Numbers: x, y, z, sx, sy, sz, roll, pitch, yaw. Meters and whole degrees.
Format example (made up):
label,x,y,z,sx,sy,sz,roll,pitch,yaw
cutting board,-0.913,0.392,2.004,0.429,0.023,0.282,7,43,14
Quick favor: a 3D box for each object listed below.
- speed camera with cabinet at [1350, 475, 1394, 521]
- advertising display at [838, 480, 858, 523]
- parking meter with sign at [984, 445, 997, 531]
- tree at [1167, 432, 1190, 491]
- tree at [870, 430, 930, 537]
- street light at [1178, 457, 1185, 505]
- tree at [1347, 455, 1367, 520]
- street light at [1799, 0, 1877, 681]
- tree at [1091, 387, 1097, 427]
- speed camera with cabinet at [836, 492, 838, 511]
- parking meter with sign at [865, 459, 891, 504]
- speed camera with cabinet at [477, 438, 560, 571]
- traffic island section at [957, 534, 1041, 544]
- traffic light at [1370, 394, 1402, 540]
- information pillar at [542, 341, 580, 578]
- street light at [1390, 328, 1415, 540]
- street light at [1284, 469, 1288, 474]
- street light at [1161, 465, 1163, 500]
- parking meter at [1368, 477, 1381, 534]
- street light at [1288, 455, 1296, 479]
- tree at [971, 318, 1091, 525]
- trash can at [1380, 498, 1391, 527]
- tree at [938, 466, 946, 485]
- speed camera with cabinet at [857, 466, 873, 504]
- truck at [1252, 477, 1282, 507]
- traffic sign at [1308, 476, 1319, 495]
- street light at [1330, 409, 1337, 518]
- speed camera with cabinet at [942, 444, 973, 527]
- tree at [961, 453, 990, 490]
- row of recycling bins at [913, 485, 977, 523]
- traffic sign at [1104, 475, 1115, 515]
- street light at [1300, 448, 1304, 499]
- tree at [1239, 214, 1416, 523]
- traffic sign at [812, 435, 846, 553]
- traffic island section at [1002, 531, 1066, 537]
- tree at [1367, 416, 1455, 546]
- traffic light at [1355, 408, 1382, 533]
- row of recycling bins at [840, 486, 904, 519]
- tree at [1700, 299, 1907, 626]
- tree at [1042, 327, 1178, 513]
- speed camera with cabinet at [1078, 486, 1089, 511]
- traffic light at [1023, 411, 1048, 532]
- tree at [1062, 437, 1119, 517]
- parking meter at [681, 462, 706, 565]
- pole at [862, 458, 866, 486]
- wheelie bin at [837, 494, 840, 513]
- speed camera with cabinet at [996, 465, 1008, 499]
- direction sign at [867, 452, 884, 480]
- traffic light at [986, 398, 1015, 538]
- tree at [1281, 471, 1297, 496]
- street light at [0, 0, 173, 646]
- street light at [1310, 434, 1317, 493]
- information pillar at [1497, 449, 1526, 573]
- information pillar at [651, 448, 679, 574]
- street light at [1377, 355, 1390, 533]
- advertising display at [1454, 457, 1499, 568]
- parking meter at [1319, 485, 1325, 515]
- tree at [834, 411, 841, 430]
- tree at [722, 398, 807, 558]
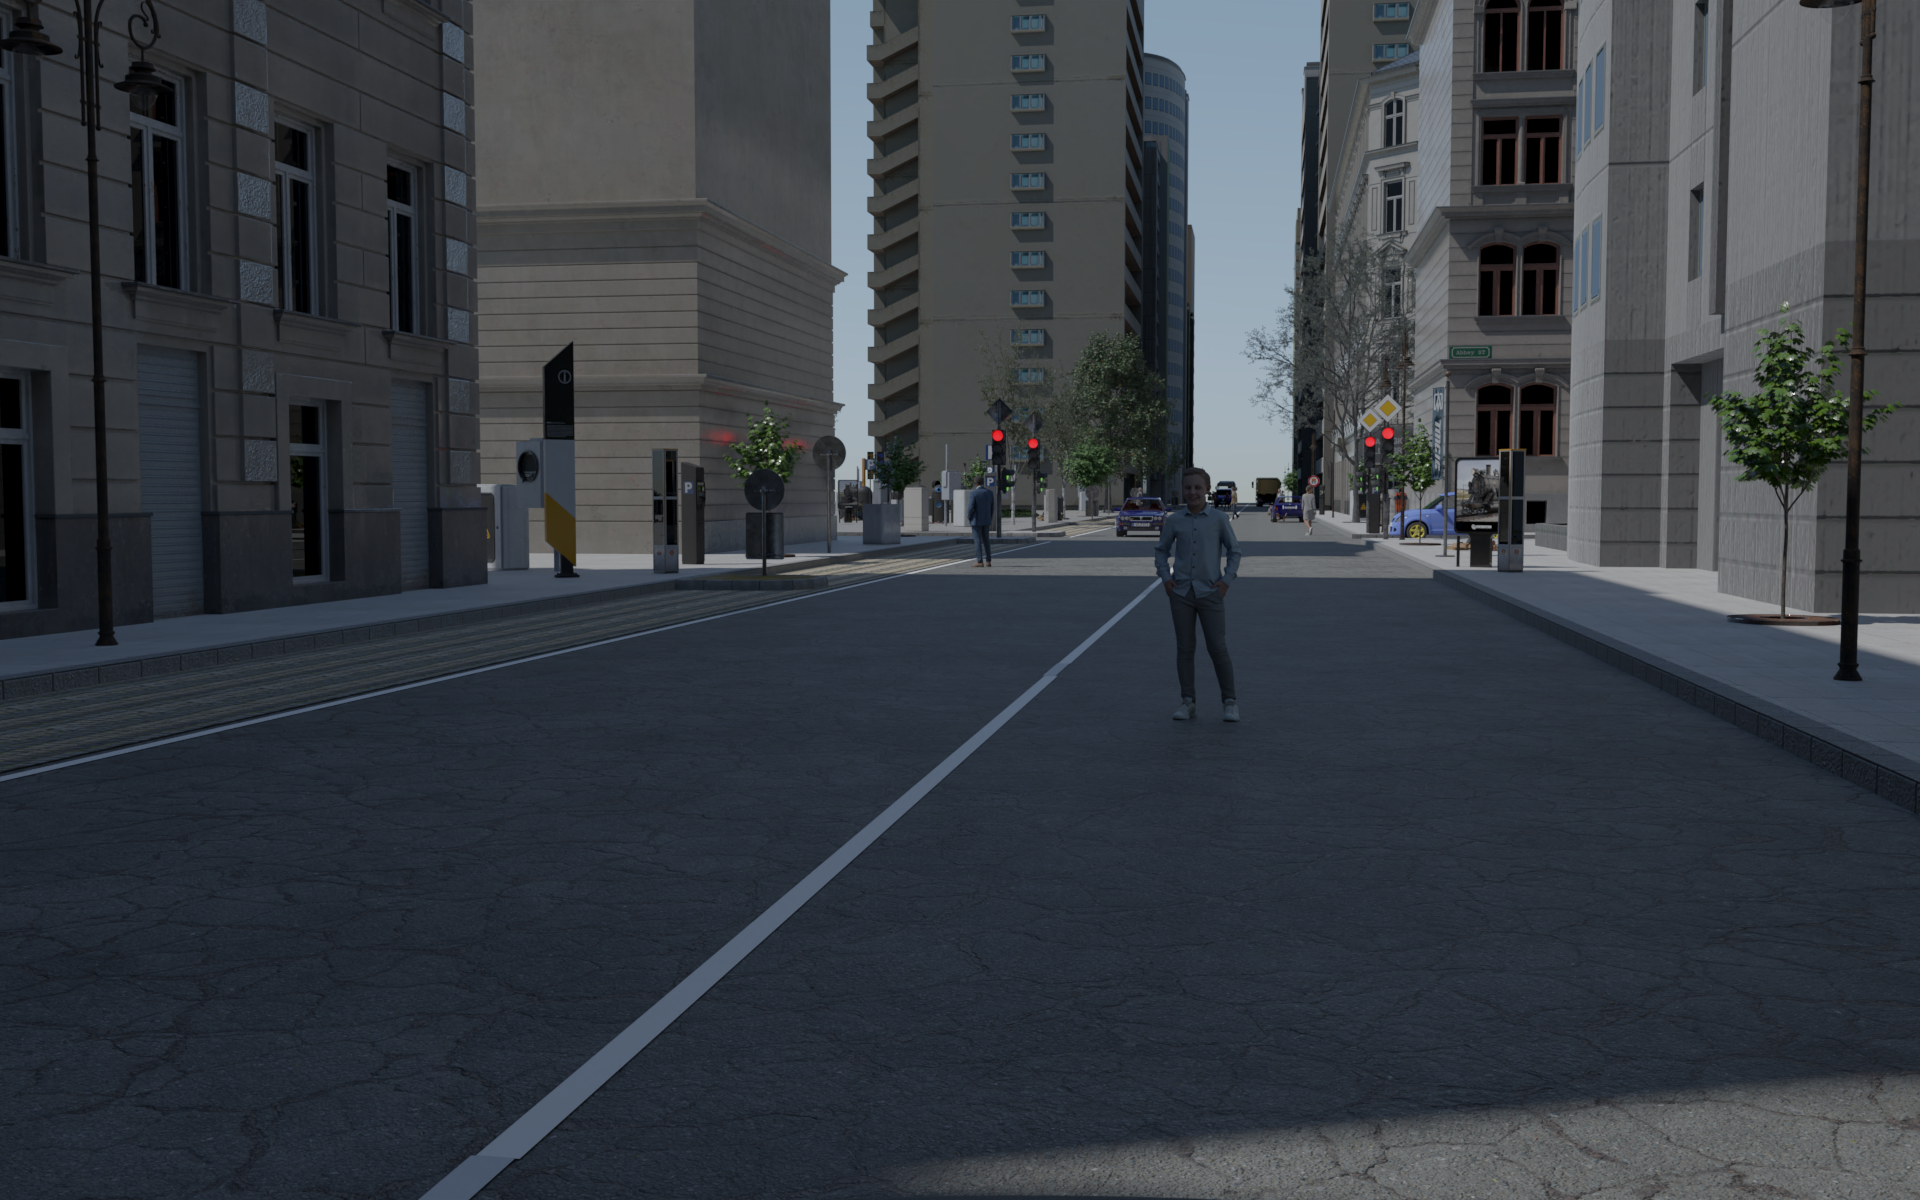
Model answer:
label,x,y,z,sx,sy,sz,roll,pitch,yaw
speed camera with cabinet,19.904,-5.462,83.639,2.038,3.252,0.660,-1,4,-12
advertising display,-5.013,-4.422,77.507,0.974,1.923,0.123,-2,4,-30
parking meter with sign,1.066,-3.916,60.289,0.543,3.016,1.738,0,4,8
tree,24.892,-15.470,203.293,4.737,8.622,4.395,0,3,0
tree,-1.973,-3.527,52.261,1.663,3.219,1.824,0,3,0
street light,27.890,-14.906,216.504,0.468,5.910,1.993,1,4,10
tree,19.975,-5.577,85.787,1.663,3.219,1.824,0,3,0
street light,6.127,-2.384,11.773,0.468,5.910,1.993,1,4,10
tree,5.298,-8.576,90.574,4.360,8.622,3.978,0,3,0
speed camera with cabinet,-8.517,-8.511,133.486,2.038,3.252,0.660,1,4,11
parking meter with sign,-3.958,-5.469,85.685,0.543,3.016,1.738,-3,4,-38
speed camera with cabinet,-7.435,-2.122,29.036,2.038,3.252,0.660,3,5,40
traffic island section,1.124,-1.746,50.835,2.009,0.180,2.903,1,4,10
traffic light,12.015,-3.664,48.835,0.839,4.253,0.868,1,4,10
information pillar,-6.108,-2.147,26.466,0.504,3.616,0.183,-2,4,-34
street light,12.368,-4.617,48.269,0.468,5.910,1.993,1,4,10
street light,47.513,-16.999,250.715,0.468,5.910,1.993,1,4,10
street light,19.948,-12.121,170.960,0.468,5.910,1.993,1,4,10
parking meter,13.395,-3.077,56.023,0.399,1.863,0.255,1,4,14
street light,41.235,-14.774,214.335,0.468,5.910,1.993,1,4,10
tree,2.389,-7.443,72.059,4.360,8.622,3.978,0,3,0
trash can,16.665,-3.471,68.407,0.748,1.137,0.748,0,3,0
tree,-1.077,-7.715,120.737,1.663,3.219,1.824,0,3,0
speed camera with cabinet,-6.641,-7.817,122.140,0.660,3.252,2.038,-3,5,-44
truck,35.446,-12.462,199.674,3.469,3.379,9.791,1,4,8
traffic sign,24.271,-7.262,118.842,0.768,2.556,0.104,1,4,19
street light,20.276,-7.411,93.956,0.468,5.910,1.993,1,4,10
speed camera with cabinet,-0.031,-4.525,68.316,0.660,3.252,2.038,-2,4,-27
tree,0.756,-5.327,81.699,1.663,3.219,1.824,0,3,0
row of recycling bins,-0.477,-4.275,77.017,3.534,1.692,1.069,1,4,11
traffic sign,9.223,-6.554,107.261,0.768,2.556,0.104,1,4,16
street light,33.334,-12.007,169.109,0.468,5.910,1.993,1,4,10
tree,17.541,-10.188,76.939,12.009,13.543,11.850,0,3,0
traffic sign,-2.848,-2.294,37.619,0.768,2.556,0.104,1,4,14
traffic island section,2.488,-2.228,58.703,2.009,0.180,2.903,1,4,10
tree,11.427,-2.988,43.460,1.663,3.219,1.824,0,3,0
traffic light,13.379,-4.146,56.703,0.839,4.253,0.868,1,4,10
row of recycling bins,-4.390,-4.982,88.572,3.534,1.692,1.069,0,4,1
tree,8.197,-1.392,17.354,1.663,3.219,1.824,0,3,0
tree,10.231,-12.331,118.614,9.611,12.733,9.660,0,3,0
speed camera with cabinet,9.447,-8.461,132.668,0.660,3.252,2.038,0,4,-3
traffic light,2.526,-4.259,58.562,0.839,4.253,0.868,1,4,10
tree,7.400,-7.044,98.881,4.285,4.588,4.351,0,3,0
parking meter,-4.859,-1.581,31.563,0.399,1.863,0.255,2,4,28
pole,-5.457,-6.389,98.297,0.158,3.312,0.155,0,3,0
wheelie bin,-7.283,-6.133,108.188,0.693,1.594,0.980,3,4,37
speed camera with cabinet,1.204,-5.151,78.547,2.038,3.252,0.660,-2,4,-32
direction sign,-4.506,-6.137,92.339,0.876,3.537,0.379,0,4,-8
traffic light,1.162,-3.778,50.694,0.839,4.253,0.868,1,4,10
tree,42.162,-14.392,219.024,4.285,4.588,4.351,0,3,0
street light,-7.241,-2.552,14.519,0.468,5.910,1.993,1,4,10
street light,26.994,-9.783,132.740,0.468,5.910,1.993,1,4,10
information pillar,9.040,-1.462,28.395,0.304,2.012,0.304,-1,4,-22
information pillar,-4.761,-1.437,27.995,0.304,2.012,0.304,3,4,39
street light,14.105,-5.185,57.557,0.468,5.910,1.993,1,4,10
advertising display,9.106,-1.529,30.216,0.974,1.923,0.123,3,5,40
parking meter,22.295,-6.173,106.633,0.255,1.863,0.399,2,4,31
tree,-9.129,-9.093,99.028,4.360,8.622,3.978,0,3,0
tree,-4.008,-2.483,35.204,1.663,3.219,1.824,0,3,0
